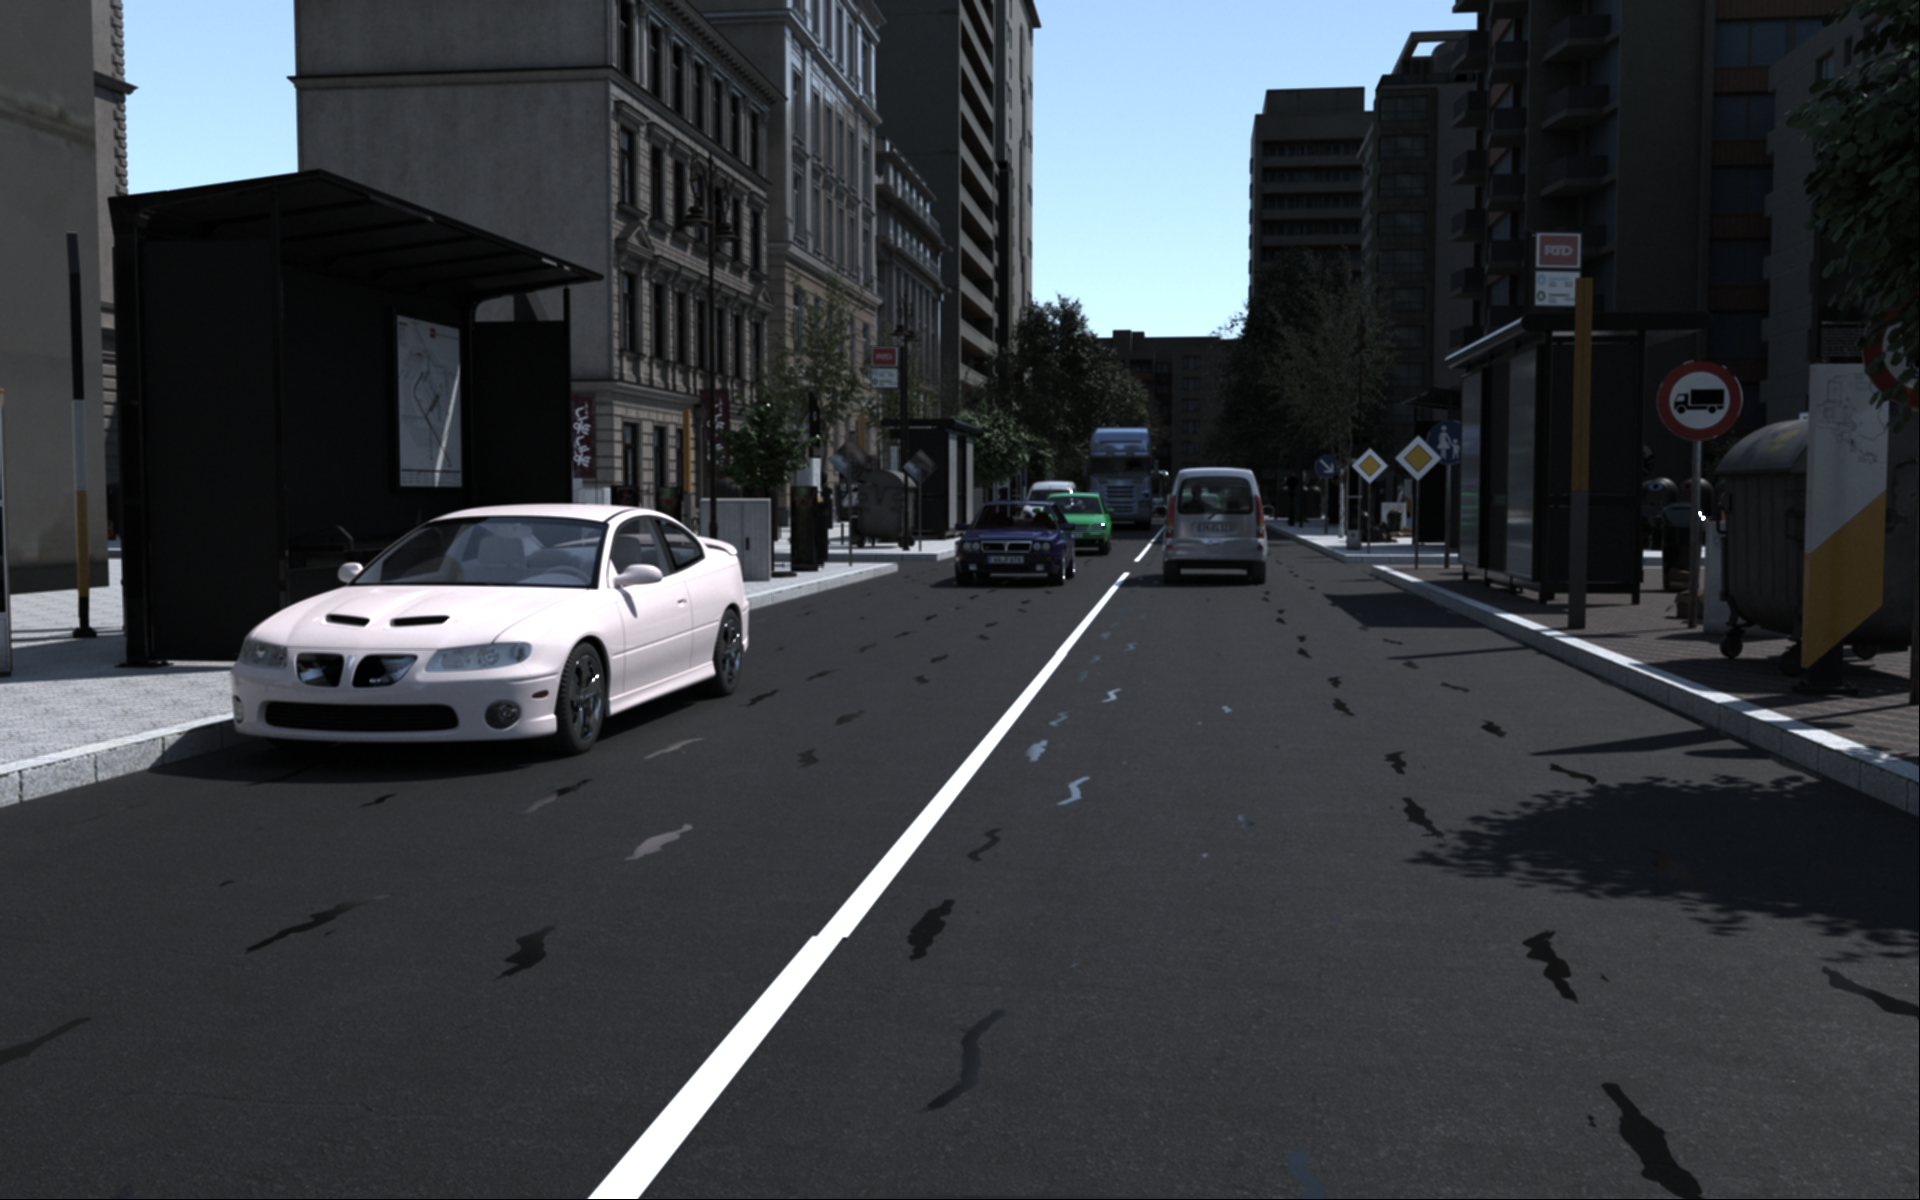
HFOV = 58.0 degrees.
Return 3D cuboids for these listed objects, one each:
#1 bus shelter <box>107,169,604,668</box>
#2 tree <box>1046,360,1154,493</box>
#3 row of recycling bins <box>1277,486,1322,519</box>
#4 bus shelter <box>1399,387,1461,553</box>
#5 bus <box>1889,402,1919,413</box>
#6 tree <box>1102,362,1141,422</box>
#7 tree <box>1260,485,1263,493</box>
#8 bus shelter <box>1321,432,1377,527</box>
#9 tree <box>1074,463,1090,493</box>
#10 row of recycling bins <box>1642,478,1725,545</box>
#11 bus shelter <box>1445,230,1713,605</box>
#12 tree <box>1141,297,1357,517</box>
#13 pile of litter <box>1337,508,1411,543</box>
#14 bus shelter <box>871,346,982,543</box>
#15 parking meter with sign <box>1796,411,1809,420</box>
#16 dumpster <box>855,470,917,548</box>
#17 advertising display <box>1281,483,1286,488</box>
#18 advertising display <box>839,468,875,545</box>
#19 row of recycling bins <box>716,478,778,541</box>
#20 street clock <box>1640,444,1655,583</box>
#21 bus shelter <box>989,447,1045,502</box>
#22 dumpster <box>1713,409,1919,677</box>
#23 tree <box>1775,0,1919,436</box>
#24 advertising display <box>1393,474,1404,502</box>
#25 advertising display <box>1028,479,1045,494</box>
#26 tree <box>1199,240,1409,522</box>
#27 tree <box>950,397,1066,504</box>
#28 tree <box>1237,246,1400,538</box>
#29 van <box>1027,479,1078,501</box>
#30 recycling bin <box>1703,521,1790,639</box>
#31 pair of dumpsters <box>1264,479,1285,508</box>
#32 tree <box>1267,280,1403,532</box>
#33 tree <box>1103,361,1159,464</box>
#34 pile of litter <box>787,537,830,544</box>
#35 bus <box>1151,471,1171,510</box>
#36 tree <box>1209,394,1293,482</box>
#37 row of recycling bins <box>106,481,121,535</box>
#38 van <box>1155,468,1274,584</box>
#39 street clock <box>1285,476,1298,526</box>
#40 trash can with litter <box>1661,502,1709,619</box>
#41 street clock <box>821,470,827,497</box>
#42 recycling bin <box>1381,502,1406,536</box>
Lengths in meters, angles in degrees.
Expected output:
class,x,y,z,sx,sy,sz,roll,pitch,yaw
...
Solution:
class,x,y,z,sx,sy,sz,roll,pitch,yaw
bus shelter,-5.069,-1.496,15.741,1.731,3.624,6.357,0,4,7
tree,8.257,-10.833,111.529,8.767,10.594,7.601,0,4,3
row of recycling bins,18.092,-5.220,92.455,1.069,1.692,3.534,-1,4,-22
bus shelter,11.615,-3.041,40.997,1.731,3.624,6.357,0,4,8
bus,23.206,-2.442,31.476,12.252,3.916,2.896,0,4,6
tree,14.812,-15.213,159.105,12.009,13.543,11.850,0,3,0
tree,25.500,-9.443,148.992,1.663,3.219,1.824,0,3,0
bus shelter,15.310,-4.713,68.348,1.731,3.624,6.357,0,4,7
tree,8.474,-8.460,122.031,4.285,4.588,4.351,0,3,0
row of recycling bins,18.142,-2.249,43.876,3.534,1.692,1.069,3,5,45
bus shelter,8.115,-2.849,24.209,2.179,5.291,8.768,0,4,7
tree,17.577,-11.303,95.176,12.009,13.543,11.850,0,3,0
pile of litter,10.917,-1.973,46.225,1.176,0.858,1.719,-2,4,-26
bus shelter,-0.993,-4.401,49.595,2.179,5.291,8.768,0,4,8
parking meter with sign,18.543,-2.465,36.561,1.738,3.016,0.543,-1,4,-14
dumpster,-1.791,-2.207,41.835,1.264,1.857,1.865,0,4,8
advertising display,19.821,-6.071,104.467,0.974,1.923,0.123,3,5,41
advertising display,-2.597,-2.365,43.877,0.974,1.923,0.123,1,4,22
row of recycling bins,-5.648,-2.370,45.864,1.069,1.692,3.534,1,4,14
street clock,9.787,-1.256,25.098,0.471,2.002,0.358,-1,4,-19
bus shelter,2.251,-4.722,71.136,2.014,3.302,5.546,0,4,8
dumpster,6.443,-0.426,12.727,1.264,1.857,1.865,0,4,7
tree,5.610,-1.498,8.199,4.285,4.588,4.351,0,3,0
advertising display,14.007,-3.065,55.323,0.123,1.923,0.974,2,4,27
advertising display,3.201,-4.278,75.159,0.974,1.923,0.123,-1,4,-13
tree,15.483,-9.867,78.332,9.611,12.733,9.660,0,3,0
tree,0.822,-4.602,58.957,4.285,4.588,4.351,0,3,0
tree,10.970,-6.128,50.557,4.360,8.622,3.978,0,3,0
van,2.840,-2.858,53.735,2.013,2.044,4.112,0,4,8
recycling bin,7.260,-0.199,15.804,0.722,1.027,0.722,3,4,38
pair of dumpsters,20.084,-6.545,109.503,1.574,2.255,4.437,0,4,8
tree,12.764,-6.637,58.877,4.737,8.622,4.395,0,3,0
tree,13.160,-13.986,146.791,7.486,12.596,7.792,0,3,0
pile of litter,-3.908,-1.892,44.902,1.176,0.858,1.719,0,4,5
bus,14.677,-8.470,133.337,2.948,3.499,13.247,1,4,9
tree,24.378,-13.195,141.492,9.928,11.665,9.643,0,3,0
row of recycling bins,-26.834,-2.956,55.442,1.069,1.692,3.534,0,4,4
van,4.278,-1.352,29.121,2.013,2.044,4.112,0,4,8
street clock,13.384,-3.995,69.890,0.471,2.002,0.358,-1,4,-22
trash can with litter,7.793,-0.386,17.691,1.055,1.170,0.624,2,4,32
street clock,-4.161,-2.841,51.023,0.471,2.002,0.358,2,4,25
recycling bin,13.377,-2.500,53.427,0.722,1.027,0.722,1,4,18
